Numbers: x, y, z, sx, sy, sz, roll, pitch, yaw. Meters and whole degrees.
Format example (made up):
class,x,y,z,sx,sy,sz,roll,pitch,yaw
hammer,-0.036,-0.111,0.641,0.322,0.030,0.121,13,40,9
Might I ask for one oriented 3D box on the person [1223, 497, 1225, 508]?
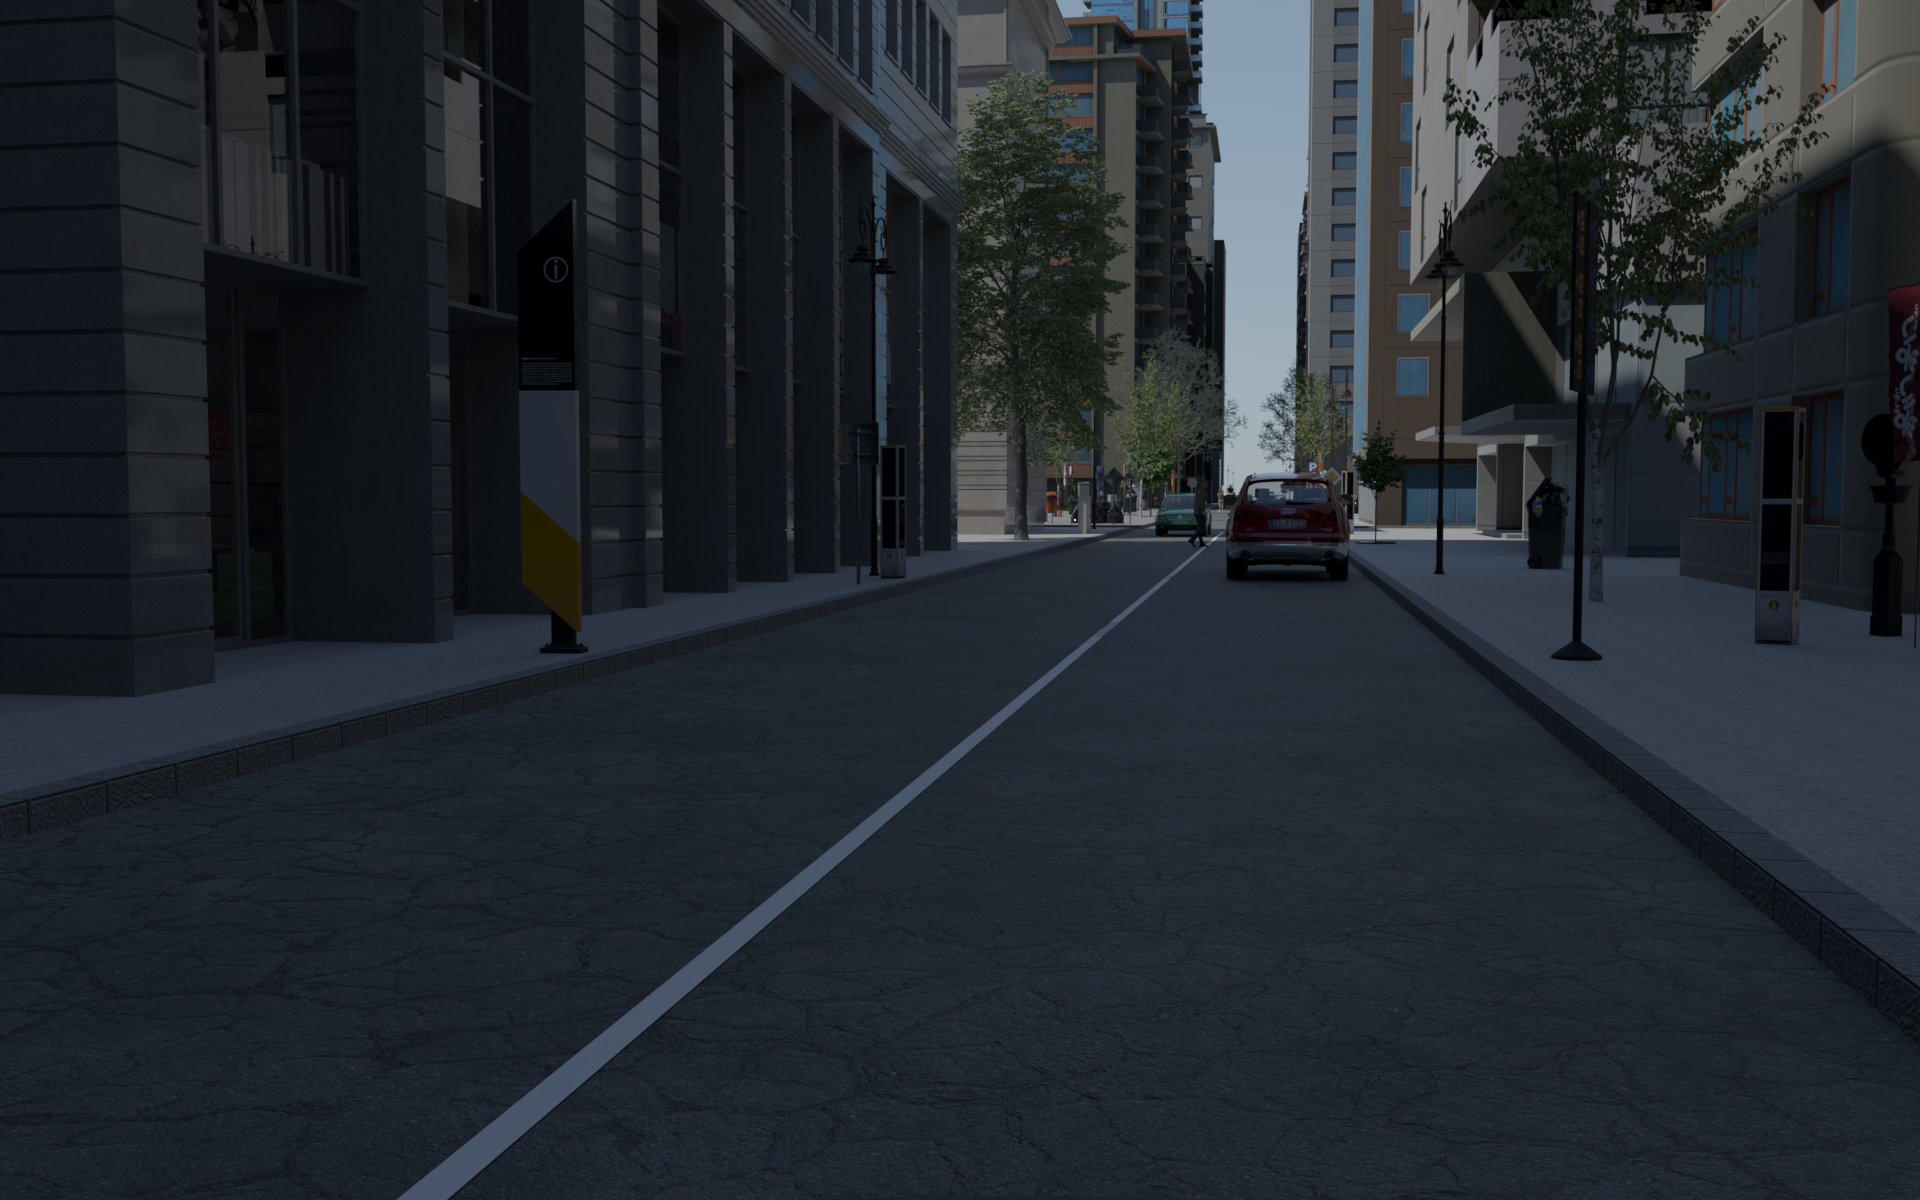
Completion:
class,x,y,z,sx,sy,sz,roll,pitch,yaw
person,27.496,-10.353,181.001,0.697,1.427,0.421,2,4,33

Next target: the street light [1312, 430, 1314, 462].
class,x,y,z,sx,sy,sz,roll,pitch,yaw
street light,22.330,-8.373,109.679,0.468,5.910,1.993,1,4,10

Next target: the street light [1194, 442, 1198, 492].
class,x,y,z,sx,sy,sz,roll,pitch,yaw
street light,20.216,-10.755,148.631,0.468,5.910,1.993,1,4,10

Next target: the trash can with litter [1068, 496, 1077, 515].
class,x,y,z,sx,sy,sz,roll,pitch,yaw
trash can with litter,7.086,-5.824,106.609,0.624,1.170,1.055,-2,4,-33

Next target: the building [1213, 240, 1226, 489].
class,x,y,z,sx,sy,sz,roll,pitch,yaw
building,38.129,-39.498,295.903,14.600,45.320,14.200,1,4,10

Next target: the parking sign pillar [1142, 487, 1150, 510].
class,x,y,z,sx,sy,sz,roll,pitch,yaw
parking sign pillar,14.180,-9.016,135.878,1.447,3.967,1.447,3,5,42

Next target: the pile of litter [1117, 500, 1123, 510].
class,x,y,z,sx,sy,sz,roll,pitch,yaw
pile of litter,13.276,-7.862,142.502,1.719,0.858,1.176,-2,4,-29

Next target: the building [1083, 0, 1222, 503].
class,x,y,z,sx,sy,sz,roll,pitch,yaw
building,30.450,-58.742,273.096,22.319,86.520,31.000,1,4,10

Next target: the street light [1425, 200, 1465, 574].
class,x,y,z,sx,sy,sz,roll,pitch,yaw
street light,7.678,-3.350,27.564,0.468,5.910,1.993,1,4,10

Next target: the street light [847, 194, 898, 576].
class,x,y,z,sx,sy,sz,roll,pitch,yaw
street light,-1.345,-3.318,27.031,0.468,5.910,1.993,1,4,10

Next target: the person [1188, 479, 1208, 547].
class,x,y,z,sx,sy,sz,roll,pitch,yaw
person,6.471,-2.340,46.675,0.836,1.842,0.656,-3,5,-41

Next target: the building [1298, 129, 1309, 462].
class,x,y,z,sx,sy,sz,roll,pitch,yaw
building,48.792,-32.614,187.864,22.147,44.769,28.867,1,4,10

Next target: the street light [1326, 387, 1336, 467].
class,x,y,z,sx,sy,sz,roll,pitch,yaw
street light,16.000,-6.221,74.499,0.468,5.910,1.993,1,4,10

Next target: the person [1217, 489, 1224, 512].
class,x,y,z,sx,sy,sz,roll,pitch,yaw
person,21.483,-8.188,142.342,0.573,1.828,0.580,3,5,44

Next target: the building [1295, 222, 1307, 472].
class,x,y,z,sx,sy,sz,roll,pitch,yaw
building,67.086,-40.698,289.111,21.300,48.544,21.600,1,4,10

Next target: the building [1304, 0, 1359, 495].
class,x,y,z,sx,sy,sz,roll,pitch,yaw
building,42.687,-37.756,159.307,21.231,58.520,28.212,1,4,10

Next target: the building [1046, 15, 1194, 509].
class,x,y,z,sx,sy,sz,roll,pitch,yaw
building,10.471,-31.099,163.099,22.147,44.769,28.867,1,4,10

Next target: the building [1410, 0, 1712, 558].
class,x,y,z,sx,sy,sz,roll,pitch,yaw
building,26.830,-27.879,45.064,28.713,52.752,27.495,1,4,10

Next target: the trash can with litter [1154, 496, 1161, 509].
class,x,y,z,sx,sy,sz,roll,pitch,yaw
trash can with litter,16.696,-8.135,144.394,1.055,1.170,0.624,0,4,6

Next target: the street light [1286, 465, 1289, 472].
class,x,y,z,sx,sy,sz,roll,pitch,yaw
street light,42.002,-15.128,220.134,0.468,5.910,1.993,1,4,10

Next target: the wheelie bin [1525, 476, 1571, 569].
class,x,y,z,sx,sy,sz,roll,pitch,yaw
wheelie bin,10.135,-1.343,29.860,0.693,1.594,0.980,2,4,24

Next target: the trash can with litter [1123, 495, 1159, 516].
class,x,y,z,sx,sy,sz,roll,pitch,yaw
trash can with litter,10.439,-5.677,103.883,2.233,1.210,1.678,-3,4,-37

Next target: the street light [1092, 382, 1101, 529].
class,x,y,z,sx,sy,sz,roll,pitch,yaw
street light,4.906,-5.527,63.159,0.468,5.910,1.993,1,4,10

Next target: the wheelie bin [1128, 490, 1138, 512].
class,x,y,z,sx,sy,sz,roll,pitch,yaw
wheelie bin,12.243,-7.085,123.751,0.693,1.594,0.980,-2,4,-34

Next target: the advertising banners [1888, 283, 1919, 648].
class,x,y,z,sx,sy,sz,roll,pitch,yaw
advertising banners,7.994,-1.078,13.814,0.090,3.025,2.074,0,4,-4

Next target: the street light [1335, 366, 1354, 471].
class,x,y,z,sx,sy,sz,roll,pitch,yaw
street light,13.993,-5.507,62.823,0.468,5.910,1.993,1,4,10

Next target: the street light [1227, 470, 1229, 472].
class,x,y,z,sx,sy,sz,roll,pitch,yaw
street light,41.184,-17.944,266.176,0.468,5.910,1.993,1,4,10

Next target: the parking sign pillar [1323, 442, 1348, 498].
class,x,y,z,sx,sy,sz,roll,pitch,yaw
parking sign pillar,19.413,-6.201,89.860,1.447,3.967,1.447,3,4,37

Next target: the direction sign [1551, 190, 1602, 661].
class,x,y,z,sx,sy,sz,roll,pitch,yaw
direction sign,4.805,-1.309,13.392,0.379,3.537,0.876,2,4,30

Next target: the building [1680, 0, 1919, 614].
class,x,y,z,sx,sy,sz,roll,pitch,yaw
building,22.454,-10.095,10.099,27.650,21.520,28.899,1,4,10

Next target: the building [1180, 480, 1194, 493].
class,x,y,z,sx,sy,sz,roll,pitch,yaw
building,10.028,-30.480,190.230,32.217,40.220,23.993,1,4,10

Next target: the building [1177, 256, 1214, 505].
class,x,y,z,sx,sy,sz,roll,pitch,yaw
building,23.206,-26.723,208.627,14.160,30.474,14.107,1,4,10

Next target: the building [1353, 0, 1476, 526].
class,x,y,z,sx,sy,sz,roll,pitch,yaw
building,24.558,-25.922,73.940,14.200,45.320,14.600,1,4,10

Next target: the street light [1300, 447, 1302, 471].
class,x,y,z,sx,sy,sz,roll,pitch,yaw
street light,29.411,-10.816,149.628,0.468,5.910,1.993,1,4,10

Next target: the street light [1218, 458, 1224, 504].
class,x,y,z,sx,sy,sz,roll,pitch,yaw
street light,34.830,-15.752,230.338,0.468,5.910,1.993,1,4,10

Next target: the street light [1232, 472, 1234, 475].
class,x,y,z,sx,sy,sz,roll,pitch,yaw
street light,47.488,-20.089,301.238,0.468,5.910,1.993,1,4,10

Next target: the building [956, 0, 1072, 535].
class,x,y,z,sx,sy,sz,roll,pitch,yaw
building,-7.321,-13.710,60.319,21.152,22.565,11.583,1,4,10

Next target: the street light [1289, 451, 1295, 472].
class,x,y,z,sx,sy,sz,roll,pitch,yaw
street light,35.630,-12.961,184.706,0.468,5.910,1.993,1,4,10

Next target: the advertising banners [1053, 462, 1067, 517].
class,x,y,z,sx,sy,sz,roll,pitch,yaw
advertising banners,5.592,-6.158,96.864,0.090,3.025,2.074,-1,4,-18

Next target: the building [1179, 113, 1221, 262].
class,x,y,z,sx,sy,sz,roll,pitch,yaw
building,22.058,-40.156,245.787,28.713,52.752,27.495,1,4,10

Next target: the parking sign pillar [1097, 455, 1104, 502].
class,x,y,z,sx,sy,sz,roll,pitch,yaw
parking sign pillar,9.669,-7.980,118.937,1.447,3.967,1.447,0,4,2

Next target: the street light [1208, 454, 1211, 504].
class,x,y,z,sx,sy,sz,roll,pitch,yaw
street light,26.512,-12.919,184.016,0.468,5.910,1.993,1,4,10

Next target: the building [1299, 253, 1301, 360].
class,x,y,z,sx,sy,sz,roll,pitch,yaw
building,59.064,-36.017,243.494,22.147,44.769,28.867,1,4,10

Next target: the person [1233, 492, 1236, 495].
class,x,y,z,sx,sy,sz,roll,pitch,yaw
person,38.258,-14.221,241.684,0.551,1.740,0.621,2,4,31
